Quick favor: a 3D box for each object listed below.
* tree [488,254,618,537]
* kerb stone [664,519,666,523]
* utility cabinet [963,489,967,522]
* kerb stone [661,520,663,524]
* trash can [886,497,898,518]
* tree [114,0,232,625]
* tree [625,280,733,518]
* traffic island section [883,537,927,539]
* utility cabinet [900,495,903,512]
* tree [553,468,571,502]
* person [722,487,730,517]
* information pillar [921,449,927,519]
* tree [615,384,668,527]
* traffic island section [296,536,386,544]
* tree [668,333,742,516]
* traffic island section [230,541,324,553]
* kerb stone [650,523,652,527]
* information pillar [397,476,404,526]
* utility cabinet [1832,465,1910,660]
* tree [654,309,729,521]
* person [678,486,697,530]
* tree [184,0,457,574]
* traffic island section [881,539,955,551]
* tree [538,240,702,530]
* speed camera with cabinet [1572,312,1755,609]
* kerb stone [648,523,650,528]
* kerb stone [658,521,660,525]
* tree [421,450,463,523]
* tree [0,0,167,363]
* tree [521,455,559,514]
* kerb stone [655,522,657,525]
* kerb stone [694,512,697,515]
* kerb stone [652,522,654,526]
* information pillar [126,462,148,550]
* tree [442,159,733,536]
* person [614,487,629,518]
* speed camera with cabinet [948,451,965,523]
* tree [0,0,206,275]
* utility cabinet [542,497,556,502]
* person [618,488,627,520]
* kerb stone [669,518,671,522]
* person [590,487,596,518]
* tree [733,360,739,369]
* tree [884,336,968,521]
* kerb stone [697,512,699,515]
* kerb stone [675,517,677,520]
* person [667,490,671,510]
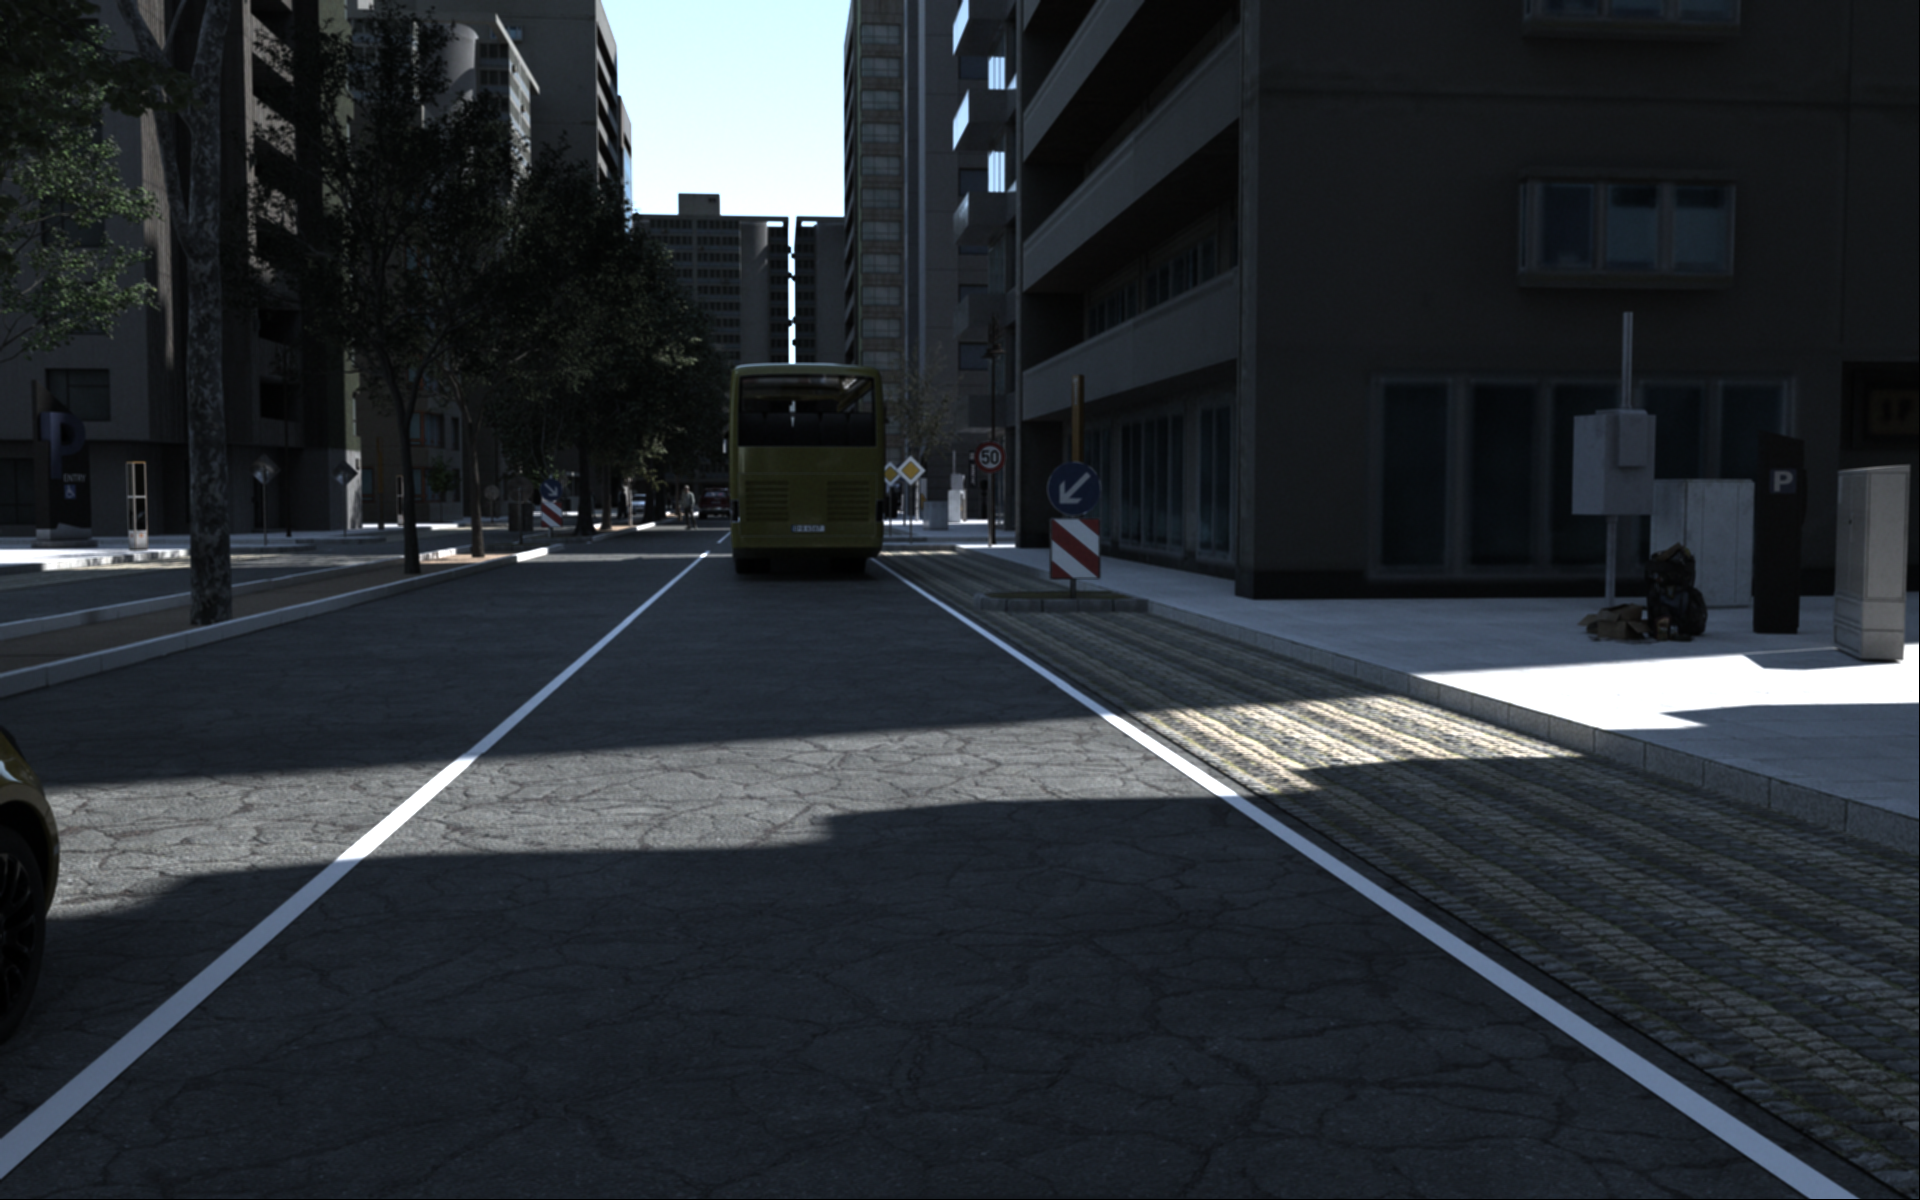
[{"bbox_3d":[-12.364,-6.074,52.131,4.360,8.622,3.978,0,3,0],"label":"tree"},{"bbox_3d":[-14.364,-3.732,83.250,0.120,0.150,1.000,0,4,-6],"label":"kerb stone"},{"bbox_3d":[-0.086,-4.364,80.036,0.318,1.500,1.173,-2,4,-25],"label":"utility cabinet"},{"bbox_3d":[-14.151,-3.610,81.217,0.120,0.150,1.000,0,4,-6],"label":"kerb stone"},{"bbox_3d":[-3.600,-4.883,91.485,0.748,1.137,0.748,0,3,0],"label":"trash can"},{"bbox_3d":[-9.516,-9.833,19.124,12.611,20.169,13.585,0,3,0],"label":"tree"},{"bbox_3d":[-17.766,-11.818,102.330,9.857,13.997,8.962,0,3,0],"label":"tree"},{"bbox_3d":[-2.094,-1.854,52.597,2.009,0.180,2.903,0,4,-6],"label":"traffic island section"},{"bbox_3d":[-3.792,-6.867,123.437,1.020,1.237,0.306,3,4,38],"label":"utility cabinet"},{"bbox_3d":[-28.407,-7.776,121.734,1.663,3.219,1.824,0,3,0],"label":"tree"},{"bbox_3d":[-14.504,-6.106,107.701,0.648,1.900,0.474,0,4,-1],"label":"person"},{"bbox_3d":[-1.863,-5.996,89.387,0.183,3.616,0.504,2,4,30],"label":"information pillar"},{"bbox_3d":[-14.370,-7.496,75.374,4.737,8.622,4.395,0,3,0],"label":"tree"},{"bbox_3d":[-18.095,-1.750,50.899,2.009,0.180,2.903,0,4,-6],"label":"traffic island section"},{"bbox_3d":[-18.645,-12.303,113.986,12.009,13.543,11.850,0,3,0],"label":"tree"},{"bbox_3d":[-17.247,-1.265,42.959,2.009,0.180,2.903,0,4,-6],"label":"traffic island section"},{"bbox_3d":[-13.382,-3.168,74.073,0.120,0.150,1.000,0,4,-6],"label":"kerb stone"},{"bbox_3d":[-22.285,-3.960,69.232,0.304,2.012,0.304,2,4,26],"label":"information pillar"},{"bbox_3d":[7.188,-0.308,13.712,0.318,1.500,1.173,1,4,17],"label":"utility cabinet"},{"bbox_3d":[-16.139,-10.051,92.544,9.928,11.665,9.643,0,3,0],"label":"tree"},{"bbox_3d":[-11.050,-3.728,69.946,0.782,1.767,0.515,1,4,19],"label":"person"},{"bbox_3d":[-9.799,-5.756,30.981,8.767,10.594,7.601,0,4,-6],"label":"tree"},{"bbox_3d":[-1.246,-1.369,44.656,2.009,0.180,2.903,0,4,-6],"label":"traffic island section"},{"bbox_3d":[-14.127,-9.048,68.512,7.486,12.596,7.792,0,3,0],"label":"tree"},{"bbox_3d":[7.855,-1.528,19.319,2.038,3.252,0.660,-1,4,-18],"label":"speed camera with cabinet"},{"bbox_3d":[-13.272,-3.111,73.056,0.120,0.150,1.000,0,4,-6],"label":"kerb stone"},{"bbox_3d":[-13.934,-3.486,79.184,0.120,0.150,1.000,0,4,-6],"label":"kerb stone"},{"bbox_3d":[-22.980,-5.022,76.703,1.663,3.219,1.824,0,3,0],"label":"tree"},{"bbox_3d":[-19.176,-6.546,32.779,9.928,11.665,9.643,0,3,0],"label":"tree"},{"bbox_3d":[-27.675,-7.867,112.342,4.285,4.588,4.351,0,3,0],"label":"tree"},{"bbox_3d":[-13.714,-3.359,77.131,0.120,0.150,1.000,0,4,-6],"label":"kerb stone"},{"bbox_3d":[-17.854,-5.729,115.860,0.120,0.150,1.000,0,4,-6],"label":"kerb stone"},{"bbox_3d":[-13.493,-3.233,75.093,0.120,0.150,1.000,0,4,-6],"label":"kerb stone"},{"bbox_3d":[-18.794,-2.145,39.559,0.304,2.012,0.304,3,4,37],"label":"information pillar"},{"bbox_3d":[-12.855,-8.538,59.067,9.611,12.733,9.660,0,3,0],"label":"tree"},{"bbox_3d":[-20.001,-5.732,102.315,0.850,1.850,0.679,0,4,7],"label":"person"},{"bbox_3d":[-0.148,-5.126,78.147,0.660,3.252,2.038,0,4,6],"label":"speed camera with cabinet"},{"bbox_3d":[-7.852,-5.429,9.346,7.486,12.596,7.792,0,3,0],"label":"tree"},{"bbox_3d":[-27.825,-6.486,117.200,1.020,1.237,0.306,2,4,27],"label":"utility cabinet"},{"bbox_3d":[-18.838,-5.375,96.799,0.576,1.772,0.534,1,4,17],"label":"person"},{"bbox_3d":[-14.800,-3.984,87.326,0.120,0.150,1.000,0,4,-6],"label":"kerb stone"},{"bbox_3d":[-21.788,-5.732,102.093,0.818,1.842,0.514,0,4,2],"label":"person"},{"bbox_3d":[-14.883,-9.986,82.739,9.611,12.733,9.660,0,3,0],"label":"tree"},{"bbox_3d":[-1.824,-8.029,81.640,4.360,8.622,3.978,0,3,0],"label":"tree"},{"bbox_3d":[-18.611,-6.164,122.992,0.120,0.150,1.000,0,4,-6],"label":"kerb stone"},{"bbox_3d":[-15.348,-4.290,92.420,0.120,0.150,1.000,0,4,-6],"label":"kerb stone"},{"bbox_3d":[-25.663,-8.833,152.929,0.705,1.823,1.348,-1,4,-11],"label":"person"}]
